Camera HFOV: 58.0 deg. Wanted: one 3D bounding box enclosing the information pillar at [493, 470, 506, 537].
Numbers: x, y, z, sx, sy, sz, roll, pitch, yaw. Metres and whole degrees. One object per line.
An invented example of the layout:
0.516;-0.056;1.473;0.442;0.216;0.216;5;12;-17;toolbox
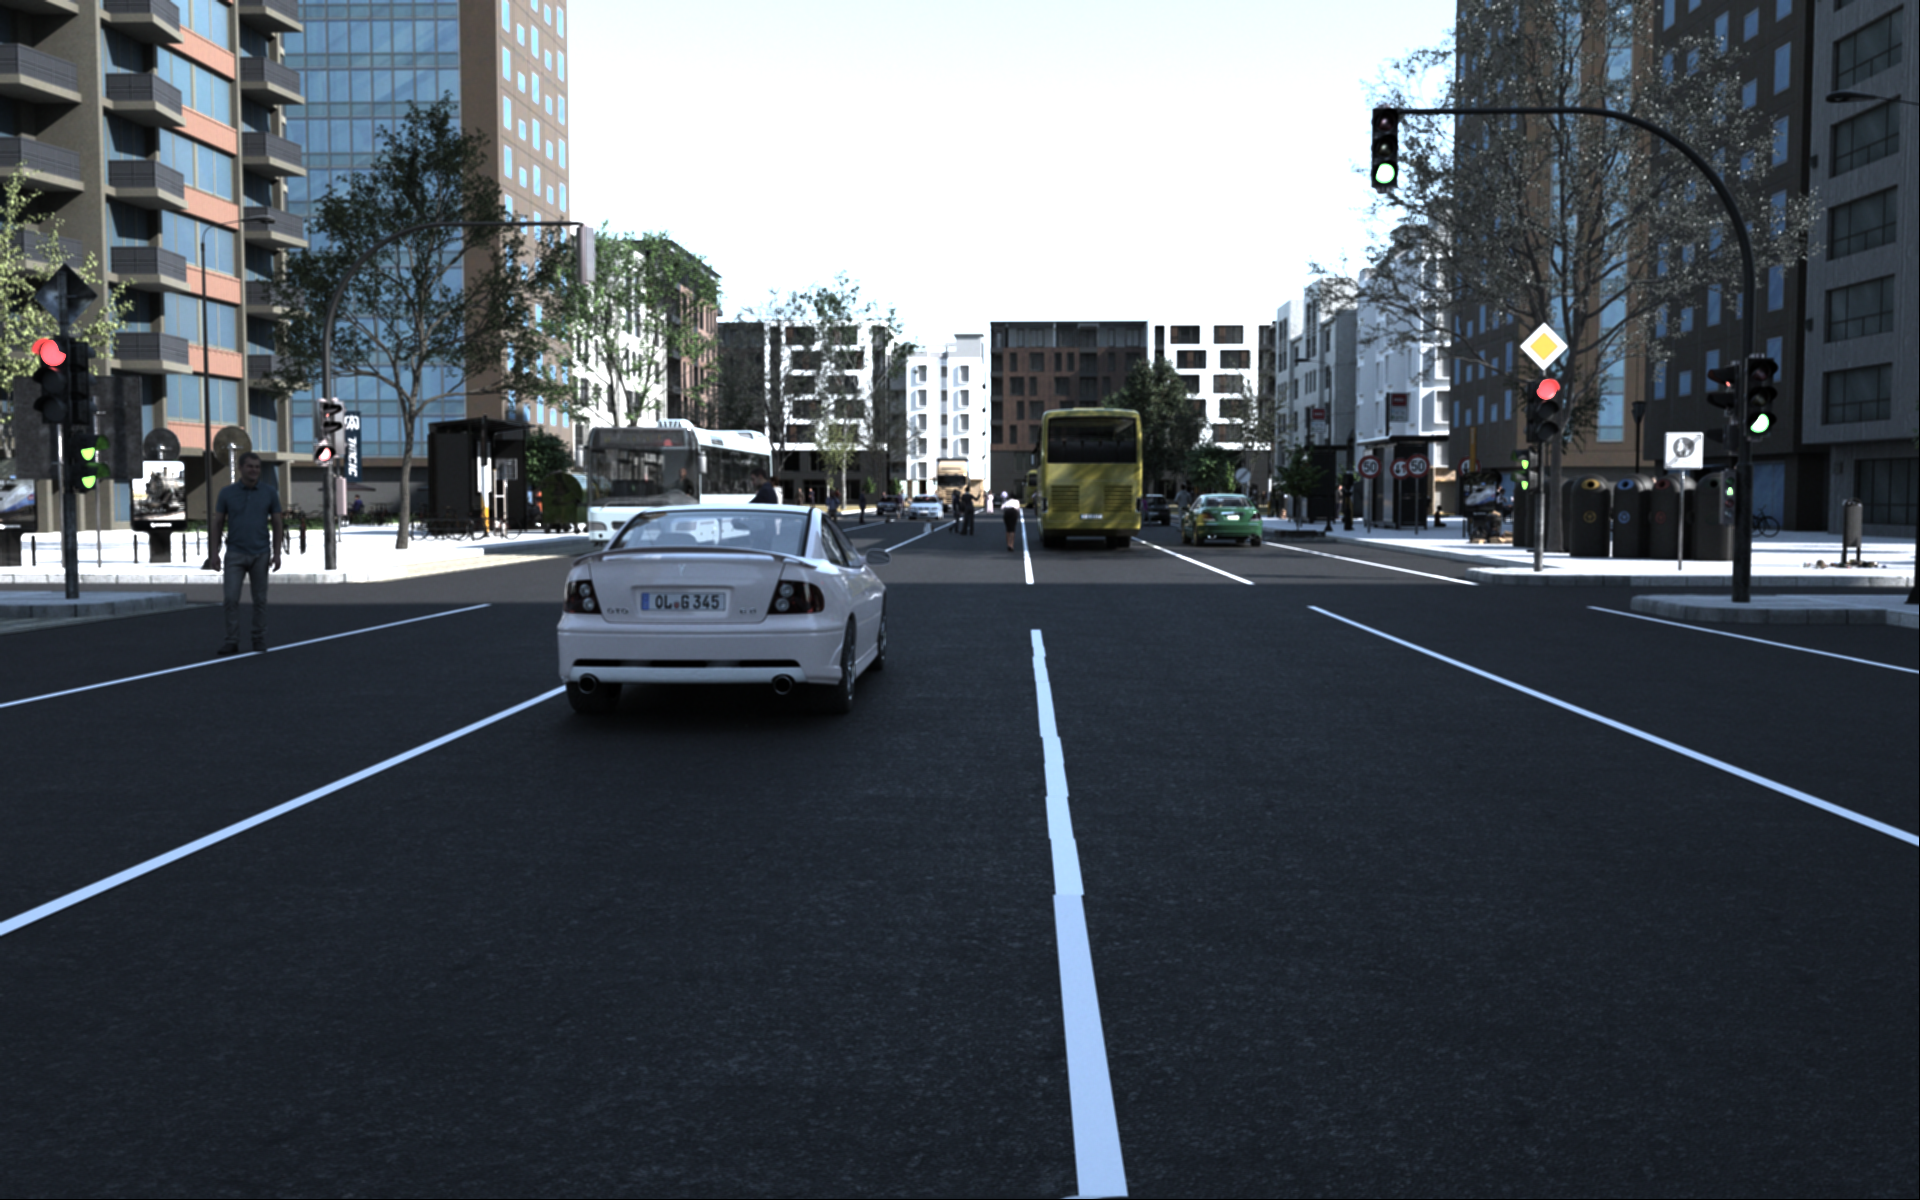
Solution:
-13.839;-2.906;51.997;0.304;2.012;0.304;-2;4;-26;information pillar

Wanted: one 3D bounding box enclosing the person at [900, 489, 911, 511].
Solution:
-4.842;-8.448;146.617;1.348;1.826;0.705;-1;4;-10;person

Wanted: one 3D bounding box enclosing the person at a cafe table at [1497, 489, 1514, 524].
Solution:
23.896;-4.087;75.340;1.622;1.524;1.698;2;4;33;person at a cafe table

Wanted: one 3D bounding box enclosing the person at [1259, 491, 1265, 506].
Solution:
31.910;-10.571;182.167;1.217;1.723;0.721;2;4;26;person

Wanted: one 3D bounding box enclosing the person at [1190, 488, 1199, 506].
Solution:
16.569;-7.056;122.210;0.742;1.727;0.445;1;4;22;person

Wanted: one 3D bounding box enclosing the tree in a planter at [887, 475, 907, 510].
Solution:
-5.902;-9.857;158.376;1.991;3.239;1.994;0;4;2;tree in a planter

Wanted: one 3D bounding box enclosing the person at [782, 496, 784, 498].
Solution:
-13.079;-7.117;123.127;1.217;1.735;0.721;-1;4;-15;person

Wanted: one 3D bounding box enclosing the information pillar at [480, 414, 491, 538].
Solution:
-14.041;-3.656;51.130;0.183;3.616;0.504;-2;4;-30;information pillar

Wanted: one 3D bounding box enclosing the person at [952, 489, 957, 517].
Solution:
-0.271;-6.036;107.862;0.551;1.740;0.621;-2;4;-28;person

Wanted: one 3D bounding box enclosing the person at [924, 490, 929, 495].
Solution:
-2.357;-7.012;123.870;1.217;1.743;0.721;-2;4;-28;person

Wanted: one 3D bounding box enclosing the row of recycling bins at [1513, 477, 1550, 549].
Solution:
13.993;-2.062;40.820;1.069;1.692;3.534;0;4;-4;row of recycling bins

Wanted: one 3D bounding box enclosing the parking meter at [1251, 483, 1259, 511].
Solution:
15.802;-5.318;92.657;0.399;1.863;0.255;1;4;19;parking meter

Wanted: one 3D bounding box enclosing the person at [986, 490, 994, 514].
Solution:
2.093;-6.958;122.937;0.621;1.740;0.551;2;4;31;person

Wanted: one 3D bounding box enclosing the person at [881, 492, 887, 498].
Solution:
-6.824;-8.953;156.346;0.593;1.643;0.415;0;4;-3;person

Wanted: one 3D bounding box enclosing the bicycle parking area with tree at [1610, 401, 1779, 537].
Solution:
22.064;-4.220;56.002;9.016;4.147;8.231;2;4;34;bicycle parking area with tree

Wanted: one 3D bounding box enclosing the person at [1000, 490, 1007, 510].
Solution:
4.021;-9.204;158.860;0.709;1.838;0.599;-1;4;-11;person

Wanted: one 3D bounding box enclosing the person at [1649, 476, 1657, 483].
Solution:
17.263;-2.230;43.224;0.841;1.734;0.376;3;4;36;person

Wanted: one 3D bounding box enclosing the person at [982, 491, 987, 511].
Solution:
2.264;-8.548;148.962;0.721;1.736;1.217;-3;5;-42;person

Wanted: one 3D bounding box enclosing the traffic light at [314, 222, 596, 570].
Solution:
-8.515;-3.329;29.090;4.771;5.953;1.251;0;4;2;traffic light

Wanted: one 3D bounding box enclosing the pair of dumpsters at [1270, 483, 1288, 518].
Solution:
17.828;-5.609;94.204;1.574;2.255;4.437;0;4;2;pair of dumpsters

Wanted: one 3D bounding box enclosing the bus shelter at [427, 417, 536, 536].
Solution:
-15.436;-3.975;56.270;1.731;3.624;6.357;0;4;2;bus shelter

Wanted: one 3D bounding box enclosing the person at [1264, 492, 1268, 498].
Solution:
27.564;-8.924;155.188;0.697;1.427;0.421;-1;4;-21;person

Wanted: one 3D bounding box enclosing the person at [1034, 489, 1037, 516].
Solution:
5.135;-6.418;113.439;0.705;1.824;1.348;-2;4;-25;person

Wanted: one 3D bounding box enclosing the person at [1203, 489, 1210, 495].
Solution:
23.696;-9.774;166.560;1.217;1.735;0.721;1;4;21;person

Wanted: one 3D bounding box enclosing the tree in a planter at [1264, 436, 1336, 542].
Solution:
10.398;-3.422;53.172;1.991;3.239;1.994;0;4;2;tree in a planter

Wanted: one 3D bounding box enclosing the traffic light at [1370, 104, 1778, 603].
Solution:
7.155;-2.797;20.406;4.771;5.953;1.251;0;4;2;traffic light

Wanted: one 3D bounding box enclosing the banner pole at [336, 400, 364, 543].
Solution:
-16.243;-3.417;45.891;0.863;3.779;0.401;-3;4;-37;banner pole

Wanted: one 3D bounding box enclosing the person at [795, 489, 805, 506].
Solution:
-13.930;-8.811;150.657;0.990;1.755;0.434;2;4;27;person

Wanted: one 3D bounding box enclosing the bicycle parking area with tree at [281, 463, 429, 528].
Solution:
-21.890;-4.962;68.127;8.231;4.147;9.016;1;4;18;bicycle parking area with tree

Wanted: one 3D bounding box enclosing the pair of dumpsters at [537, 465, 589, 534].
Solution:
-12.692;-3.345;57.188;1.574;2.255;4.437;0;4;2;pair of dumpsters

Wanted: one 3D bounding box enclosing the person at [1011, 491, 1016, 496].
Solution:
5.359;-10.102;174.117;0.683;1.767;0.568;-2;4;-35;person

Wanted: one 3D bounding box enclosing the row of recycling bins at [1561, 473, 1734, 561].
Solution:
13.773;-1.673;34.473;1.069;1.692;3.534;-3;4;-37;row of recycling bins

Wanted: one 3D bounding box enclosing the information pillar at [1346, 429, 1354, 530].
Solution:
13.952;-4.318;61.961;0.183;3.616;0.504;2;4;33;information pillar

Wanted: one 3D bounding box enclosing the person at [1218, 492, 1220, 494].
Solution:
17.623;-6.815;118.254;0.721;1.735;1.217;-2;4;-29;person

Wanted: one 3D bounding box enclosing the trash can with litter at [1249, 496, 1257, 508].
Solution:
14.059;-4.522;85.324;1.055;1.170;0.624;0;4;-3;trash can with litter

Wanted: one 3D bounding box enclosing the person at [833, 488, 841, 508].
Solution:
-11.345;-9.433;160.236;1.348;1.831;0.705;3;5;39;person

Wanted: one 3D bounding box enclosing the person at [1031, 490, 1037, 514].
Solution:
5.333;-6.870;121.764;0.756;1.711;0.436;0;4;-6;person

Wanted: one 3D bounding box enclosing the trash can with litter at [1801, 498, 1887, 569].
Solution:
15.387;-1.185;30.438;2.233;1.210;1.678;-3;4;-37;trash can with litter

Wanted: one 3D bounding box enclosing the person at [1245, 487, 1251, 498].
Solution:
17.523;-6.031;105.465;0.721;1.723;1.217;-2;4;-29;person

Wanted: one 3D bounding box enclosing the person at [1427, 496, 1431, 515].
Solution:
28.450;-5.919;106.012;0.628;1.438;0.799;3;5;40;person

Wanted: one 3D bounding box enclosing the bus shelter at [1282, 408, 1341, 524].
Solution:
15.918;-6.164;78.408;2.179;5.291;8.768;0;4;2;bus shelter

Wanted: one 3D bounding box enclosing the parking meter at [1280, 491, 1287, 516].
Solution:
17.093;-5.080;91.461;0.372;1.533;0.369;0;3;0;parking meter

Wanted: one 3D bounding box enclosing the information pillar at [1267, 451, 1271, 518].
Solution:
16.734;-6.254;93.611;0.183;3.616;0.504;1;4;20;information pillar

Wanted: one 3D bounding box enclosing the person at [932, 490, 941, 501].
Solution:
-1.836;-7.146;125.882;0.990;1.755;0.434;-2;4;-25;person

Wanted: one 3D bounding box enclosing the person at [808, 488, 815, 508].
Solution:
-11.869;-8.054;138.168;0.683;1.767;0.568;2;4;27;person

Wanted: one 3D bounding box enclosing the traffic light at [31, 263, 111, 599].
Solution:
-10.882;-1.971;21.145;0.839;4.253;0.868;0;4;2;traffic light

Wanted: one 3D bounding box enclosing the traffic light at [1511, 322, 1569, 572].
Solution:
9.521;-2.418;28.456;0.839;4.253;0.868;0;4;2;traffic light

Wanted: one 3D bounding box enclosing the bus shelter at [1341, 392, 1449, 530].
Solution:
16.579;-5.419;66.230;2.179;5.291;8.768;0;4;2;bus shelter

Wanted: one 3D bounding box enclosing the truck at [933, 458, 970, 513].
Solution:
-0.546;-9.085;137.453;2.839;4.237;11.283;0;4;1;truck

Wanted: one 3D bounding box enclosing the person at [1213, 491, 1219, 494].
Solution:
15.690;-6.086;106.378;1.217;1.723;0.721;3;5;42;person
